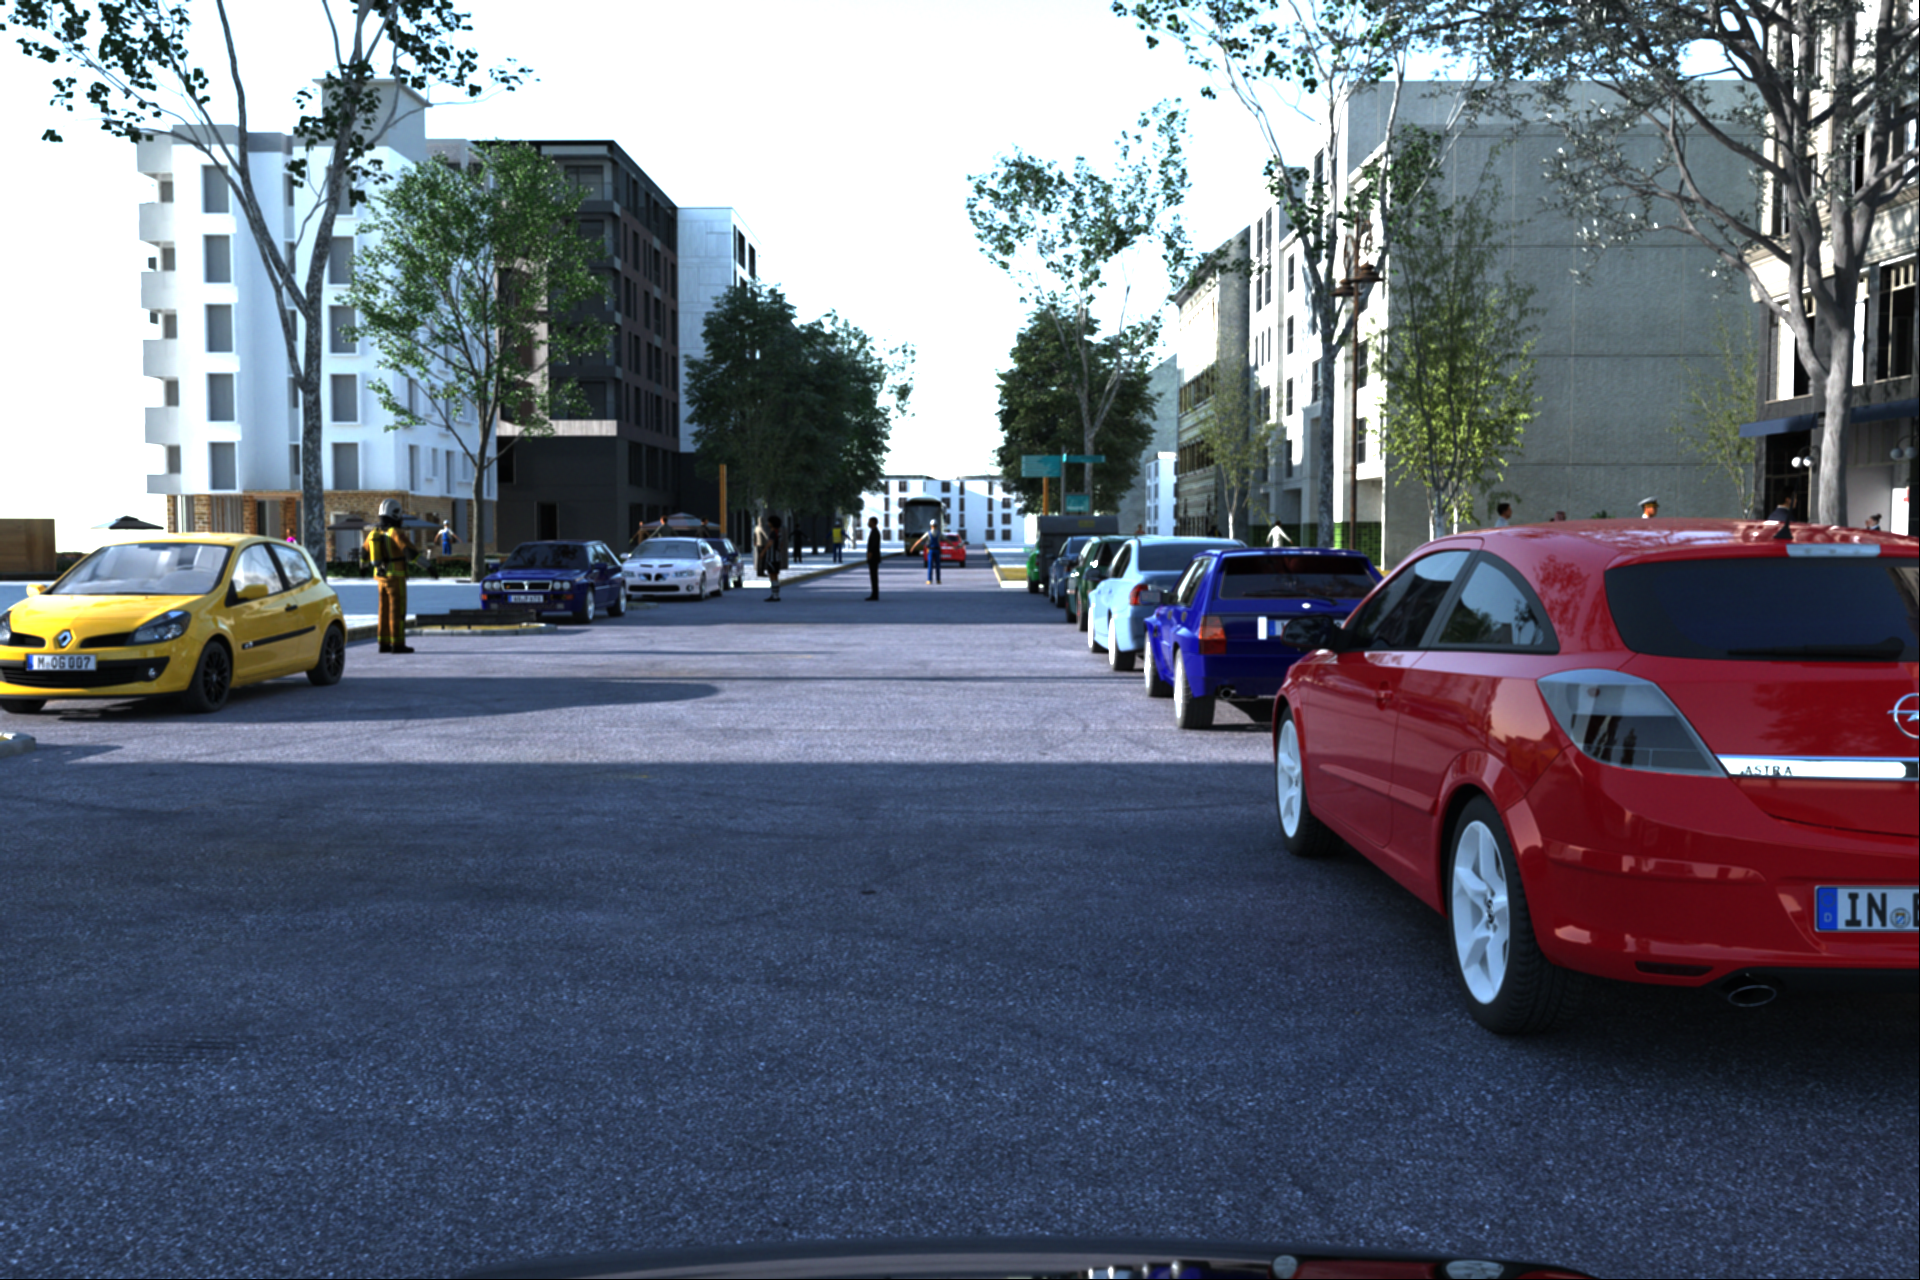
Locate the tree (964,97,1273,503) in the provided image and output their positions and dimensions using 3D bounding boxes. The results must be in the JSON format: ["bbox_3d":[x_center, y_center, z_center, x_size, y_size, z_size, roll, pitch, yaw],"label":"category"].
[{"bbox_3d":[6.838,-13.400,74.979,12.611,20.169,13.585,0,3,0],"label":"tree"}]

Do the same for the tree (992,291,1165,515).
[{"bbox_3d":[6.133,-11.251,90.607,9.857,13.997,8.962,0,3,0],"label":"tree"}]

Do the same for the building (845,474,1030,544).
[{"bbox_3d":[-4.521,-18.261,243.171,28.070,9.664,9.099,1,4,9],"label":"building"}]

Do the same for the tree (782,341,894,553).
[{"bbox_3d":[-8.787,-12.803,115.985,9.857,13.997,8.962,0,3,0],"label":"tree"}]

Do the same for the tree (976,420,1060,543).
[{"bbox_3d":[6.578,-14.334,144.733,12.009,13.543,11.850,0,3,0],"label":"tree"}]

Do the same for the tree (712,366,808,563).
[{"bbox_3d":[-9.407,-7.732,76.778,4.360,8.622,3.978,0,3,0],"label":"tree"}]

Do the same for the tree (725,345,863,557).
[{"bbox_3d":[-9.163,-10.385,95.548,9.928,11.665,9.643,0,3,0],"label":"tree"}]

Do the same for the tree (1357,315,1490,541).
[{"bbox_3d":[15.483,-6.523,57.010,4.737,8.622,4.395,0,3,0],"label":"tree"}]

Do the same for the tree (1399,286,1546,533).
[{"bbox_3d":[15.062,-6.186,51.497,4.737,8.622,4.395,0,3,0],"label":"tree"}]

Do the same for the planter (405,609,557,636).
[{"bbox_3d":[-6.985,-0.252,25.256,1.991,0.319,1.994,0,4,1],"label":"planter"}]

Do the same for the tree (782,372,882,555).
[{"bbox_3d":[-8.774,-11.007,105.724,9.928,11.665,9.643,0,3,0],"label":"tree"}]

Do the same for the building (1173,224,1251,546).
[{"bbox_3d":[23.222,-16.605,102.418,19.493,23.208,18.063,0,4,0],"label":"building"}]

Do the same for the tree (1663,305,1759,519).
[{"bbox_3d":[25.250,-6.398,54.972,4.360,8.622,3.978,0,3,0],"label":"tree"}]

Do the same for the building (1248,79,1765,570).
[{"bbox_3d":[23.558,-12.831,76.237,16.747,18.905,31.486,0,4,1],"label":"building"}]

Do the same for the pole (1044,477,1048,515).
[{"bbox_3d":[3.087,-4.181,62.205,0.158,3.312,0.155,0,3,0],"label":"pole"}]

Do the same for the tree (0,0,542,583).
[{"bbox_3d":[-13.488,-10.870,33.614,12.611,20.169,13.585,0,3,0],"label":"tree"}]

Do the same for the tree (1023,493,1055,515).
[{"bbox_3d":[6.701,-10.991,130.069,4.737,8.622,4.395,0,3,0],"label":"tree"}]

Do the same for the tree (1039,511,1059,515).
[{"bbox_3d":[14.447,-18.966,244.504,7.601,10.594,8.767,0,4,-5],"label":"tree"}]

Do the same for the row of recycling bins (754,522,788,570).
[{"bbox_3d":[-6.827,-3.421,63.042,1.069,1.692,3.534,0,4,2],"label":"row of recycling bins"}]

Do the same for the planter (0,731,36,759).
[{"bbox_3d":[-7.109,0.622,10.976,1.991,0.319,1.994,0,4,0],"label":"planter"}]

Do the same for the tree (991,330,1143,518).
[{"bbox_3d":[6.329,-12.012,103.047,9.857,13.997,8.962,0,3,0],"label":"tree"}]

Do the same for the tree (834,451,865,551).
[{"bbox_3d":[-8.342,-11.095,131.763,4.360,8.622,3.978,0,3,0],"label":"tree"}]

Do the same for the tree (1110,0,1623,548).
[{"bbox_3d":[9.950,-11.248,39.799,12.611,20.169,13.585,0,3,0],"label":"tree"}]

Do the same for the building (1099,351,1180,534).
[{"bbox_3d":[26.499,-22.925,205.759,19.493,23.208,18.063,0,4,0],"label":"building"}]

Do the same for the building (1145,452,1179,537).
[{"bbox_3d":[24.880,-14.391,177.436,9.099,9.664,28.070,0,4,0],"label":"building"}]

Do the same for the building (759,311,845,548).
[{"bbox_3d":[-26.653,-20.240,174.898,27.936,21.610,32.646,0,3,0],"label":"building"}]

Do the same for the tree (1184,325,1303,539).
[{"bbox_3d":[9.566,-6.770,61.054,4.360,8.622,3.978,0,3,0],"label":"tree"}]

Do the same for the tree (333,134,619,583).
[{"bbox_3d":[-12.551,-7.312,45.304,9.928,11.665,9.643,0,3,0],"label":"tree"}]

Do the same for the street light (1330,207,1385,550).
[{"bbox_3d":[5.687,-3.191,24.956,0.468,5.910,1.993,0,4,1],"label":"street light"}]

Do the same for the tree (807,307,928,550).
[{"bbox_3d":[-8.689,-17.573,143.206,12.611,20.169,13.585,0,3,0],"label":"tree"}]

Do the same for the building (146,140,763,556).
[{"bbox_3d":[-28.159,-16.058,106.531,27.936,21.610,32.646,0,4,1],"label":"building"}]

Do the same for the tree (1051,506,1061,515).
[{"bbox_3d":[6.835,-10.558,122.987,4.737,8.622,4.395,0,3,0],"label":"tree"}]

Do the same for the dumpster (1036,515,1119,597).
[{"bbox_3d":[2.694,-1.925,39.685,1.865,1.857,1.264,0,4,0],"label":"dumpster"}]

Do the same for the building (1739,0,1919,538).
[{"bbox_3d":[28.900,-15.789,37.742,16.754,29.471,25.880,0,4,1],"label":"building"}]

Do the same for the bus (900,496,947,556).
[{"bbox_3d":[-2.283,-7.621,116.144,2.896,3.916,12.252,0,4,1],"label":"bus"}]

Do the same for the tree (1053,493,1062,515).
[{"bbox_3d":[6.977,-10.039,114.506,4.737,8.622,4.395,0,3,0],"label":"tree"}]

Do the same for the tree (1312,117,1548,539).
[{"bbox_3d":[8.708,-4.922,30.840,4.360,8.622,3.978,0,3,0],"label":"tree"}]

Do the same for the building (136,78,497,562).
[{"bbox_3d":[-28.285,-13.270,73.379,16.016,20.090,11.380,0,4,1],"label":"building"}]

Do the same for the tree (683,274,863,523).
[{"bbox_3d":[-9.200,-10.907,84.982,9.857,13.997,8.962,0,3,0],"label":"tree"}]

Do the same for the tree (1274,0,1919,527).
[{"bbox_3d":[8.052,-6.451,15.840,12.009,13.543,11.850,0,3,0],"label":"tree"}]

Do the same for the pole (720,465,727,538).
[{"bbox_3d":[-6.958,-3.492,50.932,0.158,3.312,0.155,0,3,0],"label":"pole"}]
